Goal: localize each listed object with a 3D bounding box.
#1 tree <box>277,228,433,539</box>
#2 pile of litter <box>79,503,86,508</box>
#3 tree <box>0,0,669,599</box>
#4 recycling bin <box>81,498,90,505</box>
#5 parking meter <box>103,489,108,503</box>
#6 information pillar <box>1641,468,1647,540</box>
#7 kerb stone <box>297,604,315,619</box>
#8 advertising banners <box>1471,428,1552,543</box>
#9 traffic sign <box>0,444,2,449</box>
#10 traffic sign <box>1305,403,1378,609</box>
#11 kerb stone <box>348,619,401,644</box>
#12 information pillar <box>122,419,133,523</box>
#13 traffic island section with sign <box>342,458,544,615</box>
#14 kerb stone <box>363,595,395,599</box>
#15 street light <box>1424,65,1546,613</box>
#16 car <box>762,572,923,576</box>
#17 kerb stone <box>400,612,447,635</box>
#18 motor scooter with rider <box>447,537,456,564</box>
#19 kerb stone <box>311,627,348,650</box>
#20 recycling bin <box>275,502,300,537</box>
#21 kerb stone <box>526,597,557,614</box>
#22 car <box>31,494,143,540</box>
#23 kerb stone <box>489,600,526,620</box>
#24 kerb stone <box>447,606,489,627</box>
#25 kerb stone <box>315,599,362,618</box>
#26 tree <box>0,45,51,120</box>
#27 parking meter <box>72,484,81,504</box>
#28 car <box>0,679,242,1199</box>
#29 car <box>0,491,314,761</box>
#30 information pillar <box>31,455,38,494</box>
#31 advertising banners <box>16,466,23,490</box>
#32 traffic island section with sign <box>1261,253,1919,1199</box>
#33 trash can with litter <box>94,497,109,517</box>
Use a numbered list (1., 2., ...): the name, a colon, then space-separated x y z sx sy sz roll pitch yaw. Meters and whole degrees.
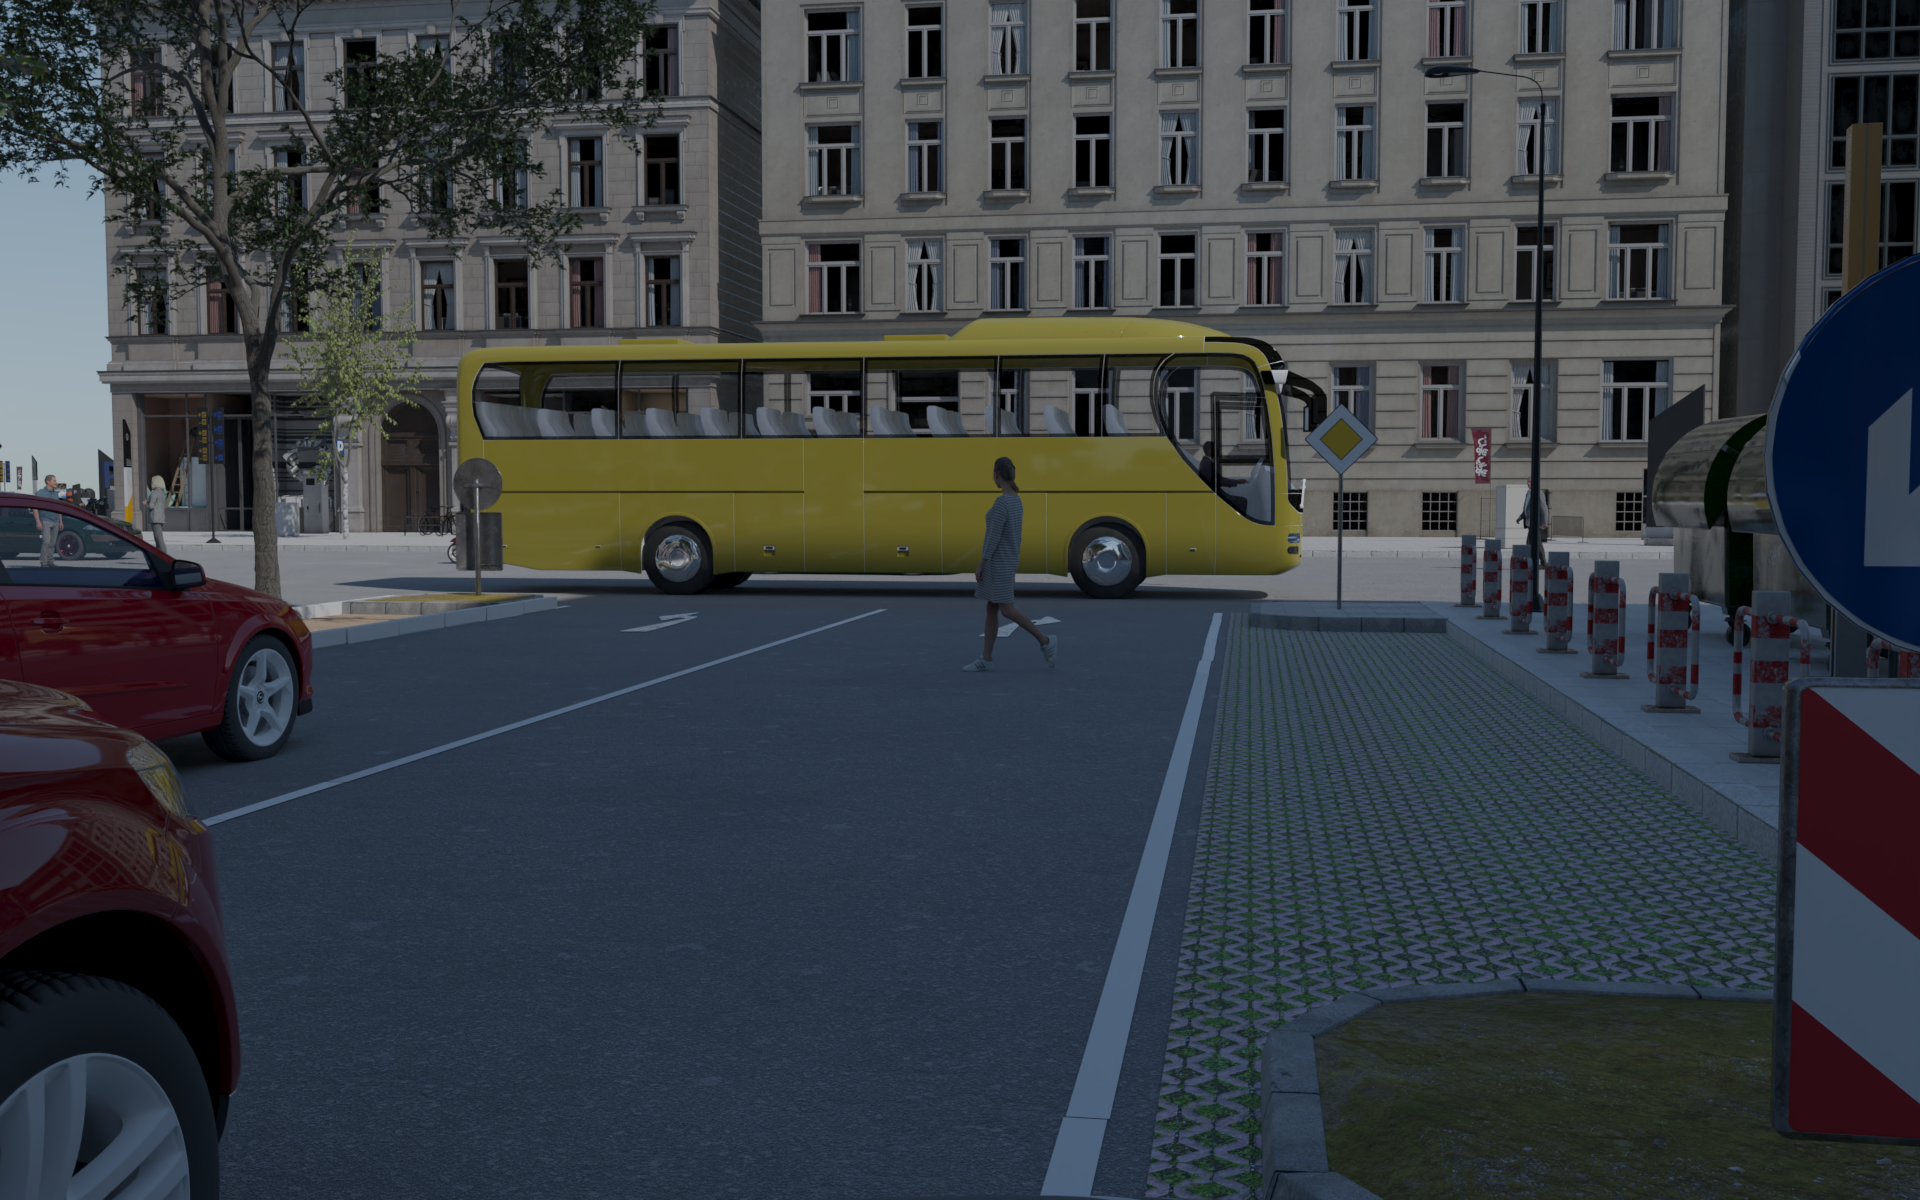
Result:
1. tree: -17.318 -6.033 48.997 4.737 8.622 4.395 0 3 0
2. pile of litter: -42.712 -4.263 83.660 1.176 0.858 1.719 -3 5 -40
3. tree: -6.600 -4.885 16.745 8.767 10.594 7.601 1 4 9
4. recycling bin: -56.120 -6.046 111.401 0.722 1.027 0.722 0 4 4
5. parking meter: -45.624 -5.156 92.716 0.372 1.533 0.369 0 3 0
6. information pillar: 19.217 -2.678 48.282 0.304 2.012 0.304 3 5 44
7. kerb stone: -7.582 0.174 19.422 0.120 0.150 1.000 1 4 9
8. advertising banners: 14.605 -3.043 45.934 2.074 3.025 0.090 1 4 16
9. traffic sign: -12.539 -1.125 22.040 0.795 2.450 0.064 1 4 9
10. traffic sign: 4.221 -0.954 19.233 0.795 2.450 0.064 1 4 9
11. kerb stone: -5.832 0.317 17.077 0.120 0.150 1.000 1 4 9
12. information pillar: -26.010 -3.839 54.130 0.183 3.616 0.504 0 4 -8
13. traffic island section with sign: -6.188 -0.804 21.283 2.006 1.907 1.989 1 4 9
14. kerb stone: -7.242 0.046 21.451 0.120 0.150 1.000 1 4 9
15. street light: 5.728 -2.832 18.842 1.470 5.913 1.316 1 4 9
16. car: -1.886 -1.318 31.330 4.222 1.686 2.009 1 4 11
17. kerb stone: -5.671 0.252 18.088 0.120 0.150 1.000 1 4 9
18. motor scooter with rider: -9.542 -1.619 35.439 1.986 1.779 0.876 1 4 9
19. kerb stone: -6.011 0.377 16.066 0.120 0.150 1.000 1 4 9
20. recycling bin: -20.429 -2.435 52.365 0.722 1.027 0.722 -1 4 -8
21. kerb stone: -5.167 0.065 21.127 0.120 0.150 1.000 1 4 9
22. car: -20.207 -1.732 38.102 4.222 1.686 2.009 0 4 8
23. kerb stone: -5.330 0.129 20.112 0.120 0.150 1.000 1 4 9
24. kerb stone: -5.503 0.189 19.102 0.120 0.150 1.000 1 4 9
25. kerb stone: -7.401 0.109 20.436 0.120 0.150 1.000 1 4 9
26. tree: -8.140 -6.046 7.964 9.857 13.997 8.962 0 3 0
27. parking meter: -49.104 -5.539 96.269 0.399 1.863 0.255 0 4 4
28. car: -2.433 0.480 0.821 2.281 1.827 5.304 1 4 9
29. car: -4.838 0.052 8.198 2.155 1.783 4.494 1 4 10
30. information pillar: -55.872 -6.928 104.624 0.504 3.616 0.183 2 4 32
31. advertising banners: -60.133 -6.946 109.757 2.074 3.025 0.090 1 4 21
32. traffic island section with sign: 1.630 0.314 3.501 1.989 1.847 2.006 1 4 9
33. trash can with litter: -39.069 -4.095 78.347 1.055 1.170 0.624 1 4 10
